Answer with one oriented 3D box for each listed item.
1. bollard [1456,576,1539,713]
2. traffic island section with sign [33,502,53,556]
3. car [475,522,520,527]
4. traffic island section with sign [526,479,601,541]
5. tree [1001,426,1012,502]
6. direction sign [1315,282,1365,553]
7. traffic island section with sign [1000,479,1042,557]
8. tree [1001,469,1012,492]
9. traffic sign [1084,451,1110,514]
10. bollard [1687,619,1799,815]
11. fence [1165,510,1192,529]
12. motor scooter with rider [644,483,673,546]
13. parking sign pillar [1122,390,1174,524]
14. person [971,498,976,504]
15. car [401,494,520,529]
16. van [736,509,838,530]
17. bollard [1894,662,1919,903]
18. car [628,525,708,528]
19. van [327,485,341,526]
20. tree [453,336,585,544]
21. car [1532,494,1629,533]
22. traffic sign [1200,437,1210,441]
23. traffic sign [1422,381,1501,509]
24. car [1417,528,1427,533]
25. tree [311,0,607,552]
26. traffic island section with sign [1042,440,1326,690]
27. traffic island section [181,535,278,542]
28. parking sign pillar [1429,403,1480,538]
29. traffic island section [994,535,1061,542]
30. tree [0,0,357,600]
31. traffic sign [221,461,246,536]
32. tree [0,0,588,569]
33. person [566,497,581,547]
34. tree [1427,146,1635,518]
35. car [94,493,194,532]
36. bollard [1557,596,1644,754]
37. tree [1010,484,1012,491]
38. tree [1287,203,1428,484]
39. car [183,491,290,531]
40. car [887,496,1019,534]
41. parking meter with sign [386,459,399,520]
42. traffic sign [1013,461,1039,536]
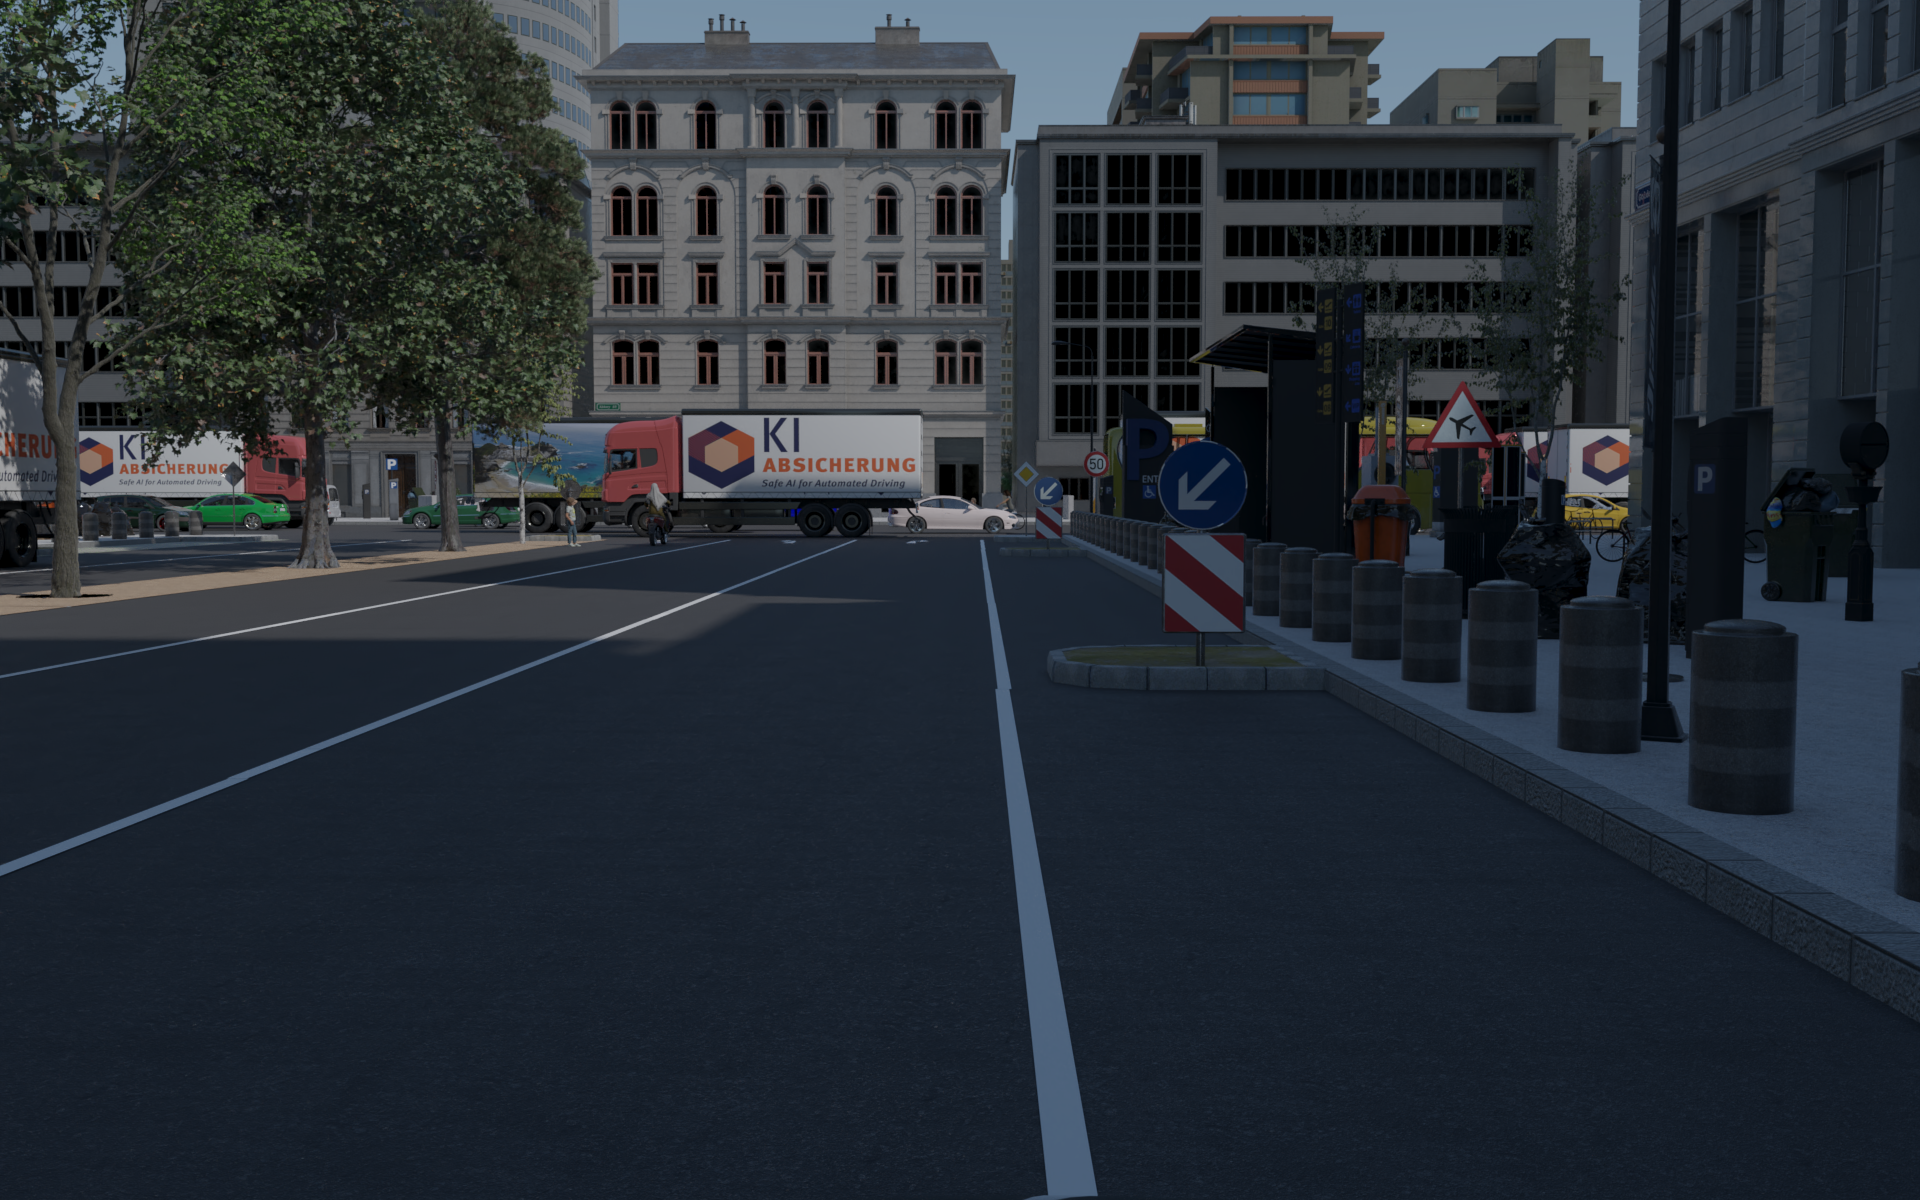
[{"bbox_3d":[3.231,0.269,10.316,0.404,0.777,0.398,0,3,0],"label":"bollard"},{"bbox_3d":[-22.036,-1.963,40.716,1.989,1.847,2.006,0,4,0],"label":"traffic island section with sign"},{"bbox_3d":[-19.539,-3.898,76.087,4.827,1.381,2.083,0,4,2],"label":"car"},{"bbox_3d":[-12.113,-2.757,53.220,2.006,1.907,1.989,0,4,0],"label":"traffic island section with sign"},{"bbox_3d":[5.393,-14.363,185.199,4.360,8.622,3.978,0,3,0],"label":"tree"},{"bbox_3d":[4.144,-1.650,18.972,0.379,3.537,0.876,-1,4,-22],"label":"direction sign"},{"bbox_3d":[1.934,-1.953,40.567,1.989,1.847,2.006,0,4,0],"label":"traffic island section with sign"},{"bbox_3d":[6.459,-14.032,213.142,4.285,4.588,4.351,0,3,0],"label":"tree"},{"bbox_3d":[4.044,-3.133,51.322,0.768,2.556,0.104,0,4,8],"label":"traffic sign"},{"bbox_3d":[3.201,0.467,7.086,0.404,0.777,0.398,0,3,0],"label":"bollard"},{"bbox_3d":[4.871,-1.292,32.333,2.264,1.192,0.480,1,4,20],"label":"fence"},{"bbox_3d":[-8.429,-2.419,48.515,0.876,1.779,1.986,0,4,2],"label":"motor scooter with rider"},{"bbox_3d":[4.872,-3.449,44.865,1.447,3.967,1.447,0,4,-3],"label":"parking sign pillar"},{"bbox_3d":[0.555,-3.926,77.358,0.373,1.253,0.362,3,5,40],"label":"person"},{"bbox_3d":[-20.548,-3.653,71.518,4.920,1.459,2.131,0,4,-1],"label":"car"},{"bbox_3d":[-7.218,-3.881,67.842,5.245,2.365,2.240,0,4,1],"label":"van"},{"bbox_3d":[3.197,0.565,5.484,0.404,0.777,0.398,0,3,0],"label":"bollard"},{"bbox_3d":[-12.112,-3.944,73.151,5.304,1.827,2.281,0,4,1],"label":"car"},{"bbox_3d":[-30.178,-4.349,78.124,4.112,2.044,2.013,0,4,-1],"label":"van"},{"bbox_3d":[-12.545,-5.902,49.310,4.737,8.622,4.395,0,3,0],"label":"tree"},{"bbox_3d":[23.314,-3.300,64.187,3.980,1.641,2.015,0,4,1],"label":"car"},{"bbox_3d":[5.616,-2.377,38.966,0.768,2.556,0.104,0,4,7],"label":"traffic sign"},{"bbox_3d":[5.788,-1.225,20.036,0.884,2.594,0.081,1,4,9],"label":"traffic sign"},{"bbox_3d":[15.389,-3.368,63.860,4.718,1.807,1.959,0,4,-1],"label":"car"},{"bbox_3d":[-12.835,-8.129,42.793,7.806,13.903,7.818,0,3,0],"label":"tree"},{"bbox_3d":[1.700,-0.305,13.612,1.989,1.847,2.006,0,4,0],"label":"traffic island section with sign"},{"bbox_3d":[-22.251,-1.883,53.074,2.009,0.180,2.903,0,4,0],"label":"traffic island section"},{"bbox_3d":[14.665,-3.839,51.240,1.447,3.967,1.447,-1,4,-18],"label":"parking sign pillar"},{"bbox_3d":[2.040,-1.870,52.859,2.009,0.180,2.903,0,4,0],"label":"traffic island section"},{"bbox_3d":[-12.221,-5.822,23.399,9.928,11.665,9.643,0,3,0],"label":"tree"},{"bbox_3d":[-22.227,-3.020,53.012,0.795,2.450,0.064,0,4,0],"label":"traffic sign"},{"bbox_3d":[-12.435,-6.957,33.220,9.611,12.733,9.660,0,3,0],"label":"tree"},{"bbox_3d":[-10.561,-2.132,47.262,0.340,1.345,0.435,0,4,-2],"label":"person"},{"bbox_3d":[12.565,-5.328,37.471,4.360,8.622,3.978,0,3,0],"label":"tree"},{"bbox_3d":[-31.205,-3.452,66.230,4.222,1.686,2.009,0,4,2],"label":"car"},{"bbox_3d":[3.221,0.367,8.711,0.404,0.777,0.398,0,3,0],"label":"bollard"},{"bbox_3d":[5.870,-11.289,179.180,1.663,3.219,1.824,0,3,0],"label":"tree"},{"bbox_3d":[10.067,-5.716,43.826,4.360,8.622,3.978,0,3,0],"label":"tree"},{"bbox_3d":[-29.112,-3.663,68.680,4.718,1.807,1.959,0,4,-1],"label":"car"},{"bbox_3d":[-0.247,-3.119,63.358,4.827,1.381,2.083,0,4,0],"label":"car"},{"bbox_3d":[-27.777,-5.417,84.832,0.543,3.016,1.738,-1,4,-20],"label":"parking meter with sign"},{"bbox_3d":[2.016,-3.005,52.782,0.795,2.450,0.064,0,4,0],"label":"traffic sign"}]
